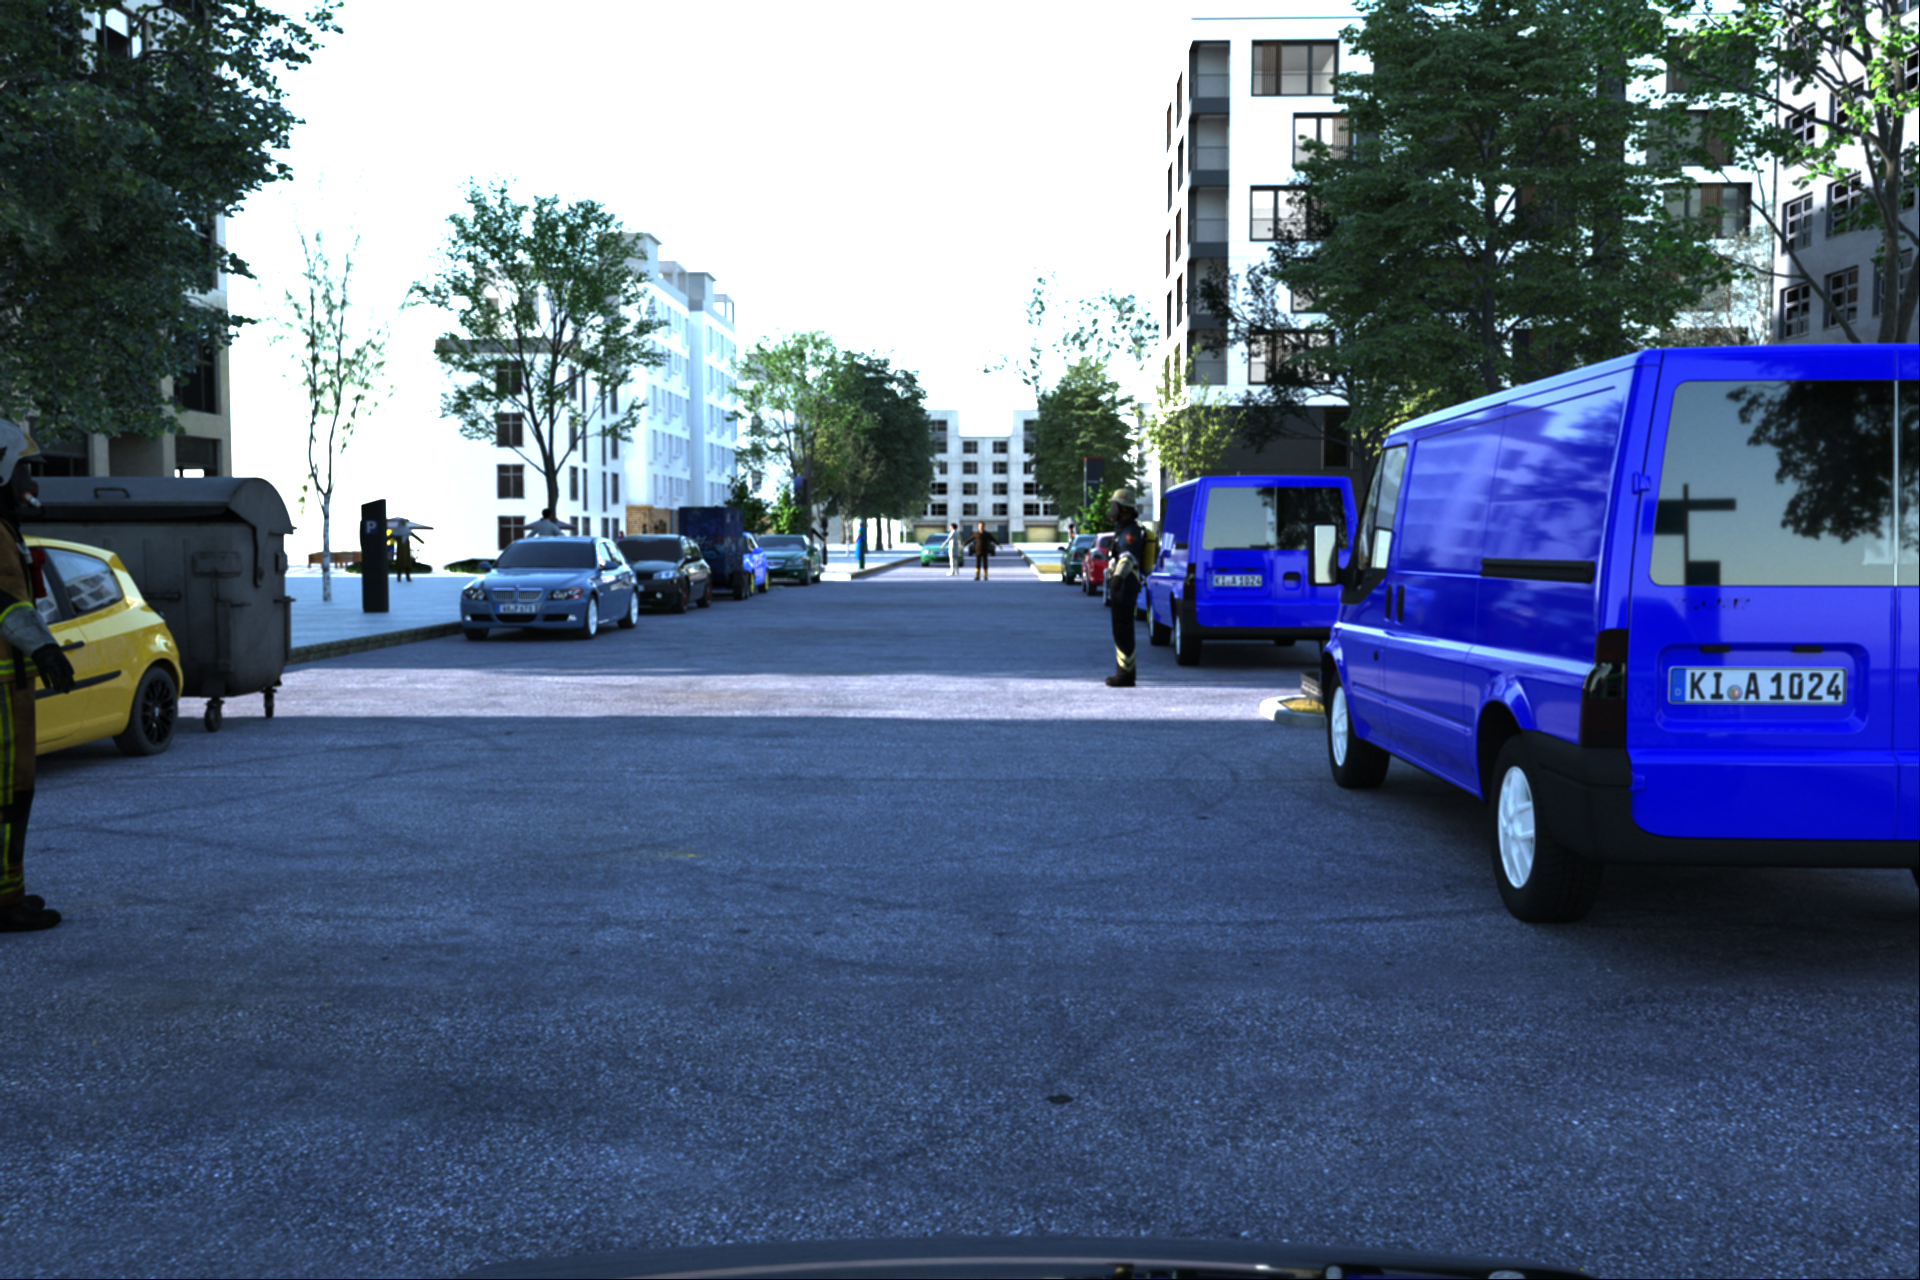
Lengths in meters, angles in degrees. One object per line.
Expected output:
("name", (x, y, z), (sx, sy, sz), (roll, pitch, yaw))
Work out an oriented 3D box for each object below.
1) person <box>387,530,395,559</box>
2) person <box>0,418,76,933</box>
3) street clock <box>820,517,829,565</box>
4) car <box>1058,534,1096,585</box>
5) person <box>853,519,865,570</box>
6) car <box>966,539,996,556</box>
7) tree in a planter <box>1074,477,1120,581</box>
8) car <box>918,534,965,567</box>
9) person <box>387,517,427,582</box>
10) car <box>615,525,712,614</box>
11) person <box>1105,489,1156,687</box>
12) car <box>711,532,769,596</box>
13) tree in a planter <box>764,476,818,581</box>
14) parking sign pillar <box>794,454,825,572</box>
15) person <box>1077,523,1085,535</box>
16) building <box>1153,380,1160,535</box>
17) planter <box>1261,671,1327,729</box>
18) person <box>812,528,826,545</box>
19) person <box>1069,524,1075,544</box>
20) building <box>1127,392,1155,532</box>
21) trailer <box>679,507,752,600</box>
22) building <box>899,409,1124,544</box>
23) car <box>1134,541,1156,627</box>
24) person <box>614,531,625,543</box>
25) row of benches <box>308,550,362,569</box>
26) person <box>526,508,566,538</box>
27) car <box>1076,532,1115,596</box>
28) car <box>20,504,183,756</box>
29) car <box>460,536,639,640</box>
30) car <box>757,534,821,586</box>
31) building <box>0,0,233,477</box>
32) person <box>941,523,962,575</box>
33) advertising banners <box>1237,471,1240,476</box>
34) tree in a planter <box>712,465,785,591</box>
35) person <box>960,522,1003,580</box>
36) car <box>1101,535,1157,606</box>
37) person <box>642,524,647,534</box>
("person", (-23.128, -3.918, 70.527), (1.216, 1.772, 0.721), (2, 4, 25))
("person", (-3.502, 0.116, 6.332), (0.705, 1.858, 1.354), (-3, 4, -38))
("street clock", (-5.576, -4.085, 71.354), (0.358, 2.002, 0.471), (0, 4, 2))
("car", (3.917, -2.352, 50.251), (2.131, 1.459, 4.920), (0, 4, 1))
("person", (-3.619, -3.467, 62.812), (0.704, 1.817, 1.347), (1, 4, 9))
("car", (1.420, -6.288, 112.598), (2.009, 1.686, 4.222), (0, 3, 0))
("tree in a planter", (4.443, -3.456, 53.724), (1.991, 3.239, 1.994), (0, 4, 2))
("car", (-0.754, -3.941, 76.228), (2.131, 1.459, 4.920), (0, 4, 1))
("person", (-15.037, -2.451, 46.849), (1.217, 1.736, 0.721), (-2, 4, -33))
("car", (-5.766, -1.386, 32.447), (2.009, 1.686, 4.222), (0, 4, 1))
("person", (1.518, -0.496, 16.347), (0.705, 1.856, 1.354), (0, 4, 3))
("car", (-5.563, -1.916, 40.925), (1.945, 1.707, 3.694), (0, 4, 2))
("tree in a planter", (-5.356, -3.439, 53.457), (1.991, 3.239, 1.994), (0, 4, 2))
("parking sign pillar", (-5.250, -4.256, 58.050), (1.447, 3.967, 1.447), (0, 4, 2))
("person", (5.906, -4.643, 81.882), (1.349, 1.833, 0.705), (3, 5, 44))
("building", (28.933, -21.788, 212.645), (16.016, 20.090, 11.380), (0, 4, 1))
("planter", (3.406, 0.464, 13.547), (1.991, 0.319, 1.994), (0, 4, 2))
("person", (-5.568, -3.517, 63.438), (1.347, 1.837, 0.705), (-1, 4, -10))
("person", (5.981, -5.263, 92.191), (0.704, 1.843, 1.345), (-1, 4, -11))
("building", (27.413, -22.884, 230.573), (16.016, 20.090, 11.380), (0, 4, 1))
("trailer", (-5.393, -1.833, 37.021), (1.471, 1.999, 3.904), (0, 4, 1))
("building", (7.333, -23.357, 250.794), (31.486, 18.905, 16.747), (0, 4, 1))
("car", (3.705, -1.098, 27.544), (1.945, 1.707, 3.694), (0, 4, 1))
("person", (-14.940, -4.097, 76.249), (0.599, 1.433, 0.991), (3, 5, 43))
("row of benches", (-23.686, -3.101, 66.172), (1.422, 0.672, 4.104), (0, 4, 8))
("person", (-8.504, -1.812, 35.780), (1.344, 1.810, 0.704), (1, 4, 18))
("car", (3.880, -1.995, 41.655), (2.155, 1.783, 4.494), (0, 4, 2))
("car", (-6.069, 0.022, 9.863), (2.015, 1.641, 3.980), (0, 4, 1))
("car", (-5.828, -0.799, 25.072), (2.014, 1.417, 4.499), (0, 4, 1))
("car", (-5.052, -2.309, 49.553), (2.131, 1.459, 4.920), (0, 4, 2))
("building", (-31.859, -14.172, 34.917), (19.350, 26.588, 34.151), (0, 4, 1))
("person", (-0.230, -3.175, 60.553), (0.705, 1.806, 1.347), (2, 4, 30))
("advertising banners", (7.762, -3.231, 49.019), (0.090, 3.025, 2.074), (0, 4, 2))
("tree in a planter", (-5.568, -2.889, 44.451), (1.991, 3.239, 1.994), (0, 4, 2))
("person", (0.675, -2.765, 53.806), (1.346, 1.812, 0.704), (1, 4, 11))
("car", (3.717, -1.274, 32.837), (2.014, 1.417, 4.499), (0, 4, 0))
("person", (-15.670, -4.869, 85.880), (0.705, 1.796, 1.348), (-1, 4, -11))
